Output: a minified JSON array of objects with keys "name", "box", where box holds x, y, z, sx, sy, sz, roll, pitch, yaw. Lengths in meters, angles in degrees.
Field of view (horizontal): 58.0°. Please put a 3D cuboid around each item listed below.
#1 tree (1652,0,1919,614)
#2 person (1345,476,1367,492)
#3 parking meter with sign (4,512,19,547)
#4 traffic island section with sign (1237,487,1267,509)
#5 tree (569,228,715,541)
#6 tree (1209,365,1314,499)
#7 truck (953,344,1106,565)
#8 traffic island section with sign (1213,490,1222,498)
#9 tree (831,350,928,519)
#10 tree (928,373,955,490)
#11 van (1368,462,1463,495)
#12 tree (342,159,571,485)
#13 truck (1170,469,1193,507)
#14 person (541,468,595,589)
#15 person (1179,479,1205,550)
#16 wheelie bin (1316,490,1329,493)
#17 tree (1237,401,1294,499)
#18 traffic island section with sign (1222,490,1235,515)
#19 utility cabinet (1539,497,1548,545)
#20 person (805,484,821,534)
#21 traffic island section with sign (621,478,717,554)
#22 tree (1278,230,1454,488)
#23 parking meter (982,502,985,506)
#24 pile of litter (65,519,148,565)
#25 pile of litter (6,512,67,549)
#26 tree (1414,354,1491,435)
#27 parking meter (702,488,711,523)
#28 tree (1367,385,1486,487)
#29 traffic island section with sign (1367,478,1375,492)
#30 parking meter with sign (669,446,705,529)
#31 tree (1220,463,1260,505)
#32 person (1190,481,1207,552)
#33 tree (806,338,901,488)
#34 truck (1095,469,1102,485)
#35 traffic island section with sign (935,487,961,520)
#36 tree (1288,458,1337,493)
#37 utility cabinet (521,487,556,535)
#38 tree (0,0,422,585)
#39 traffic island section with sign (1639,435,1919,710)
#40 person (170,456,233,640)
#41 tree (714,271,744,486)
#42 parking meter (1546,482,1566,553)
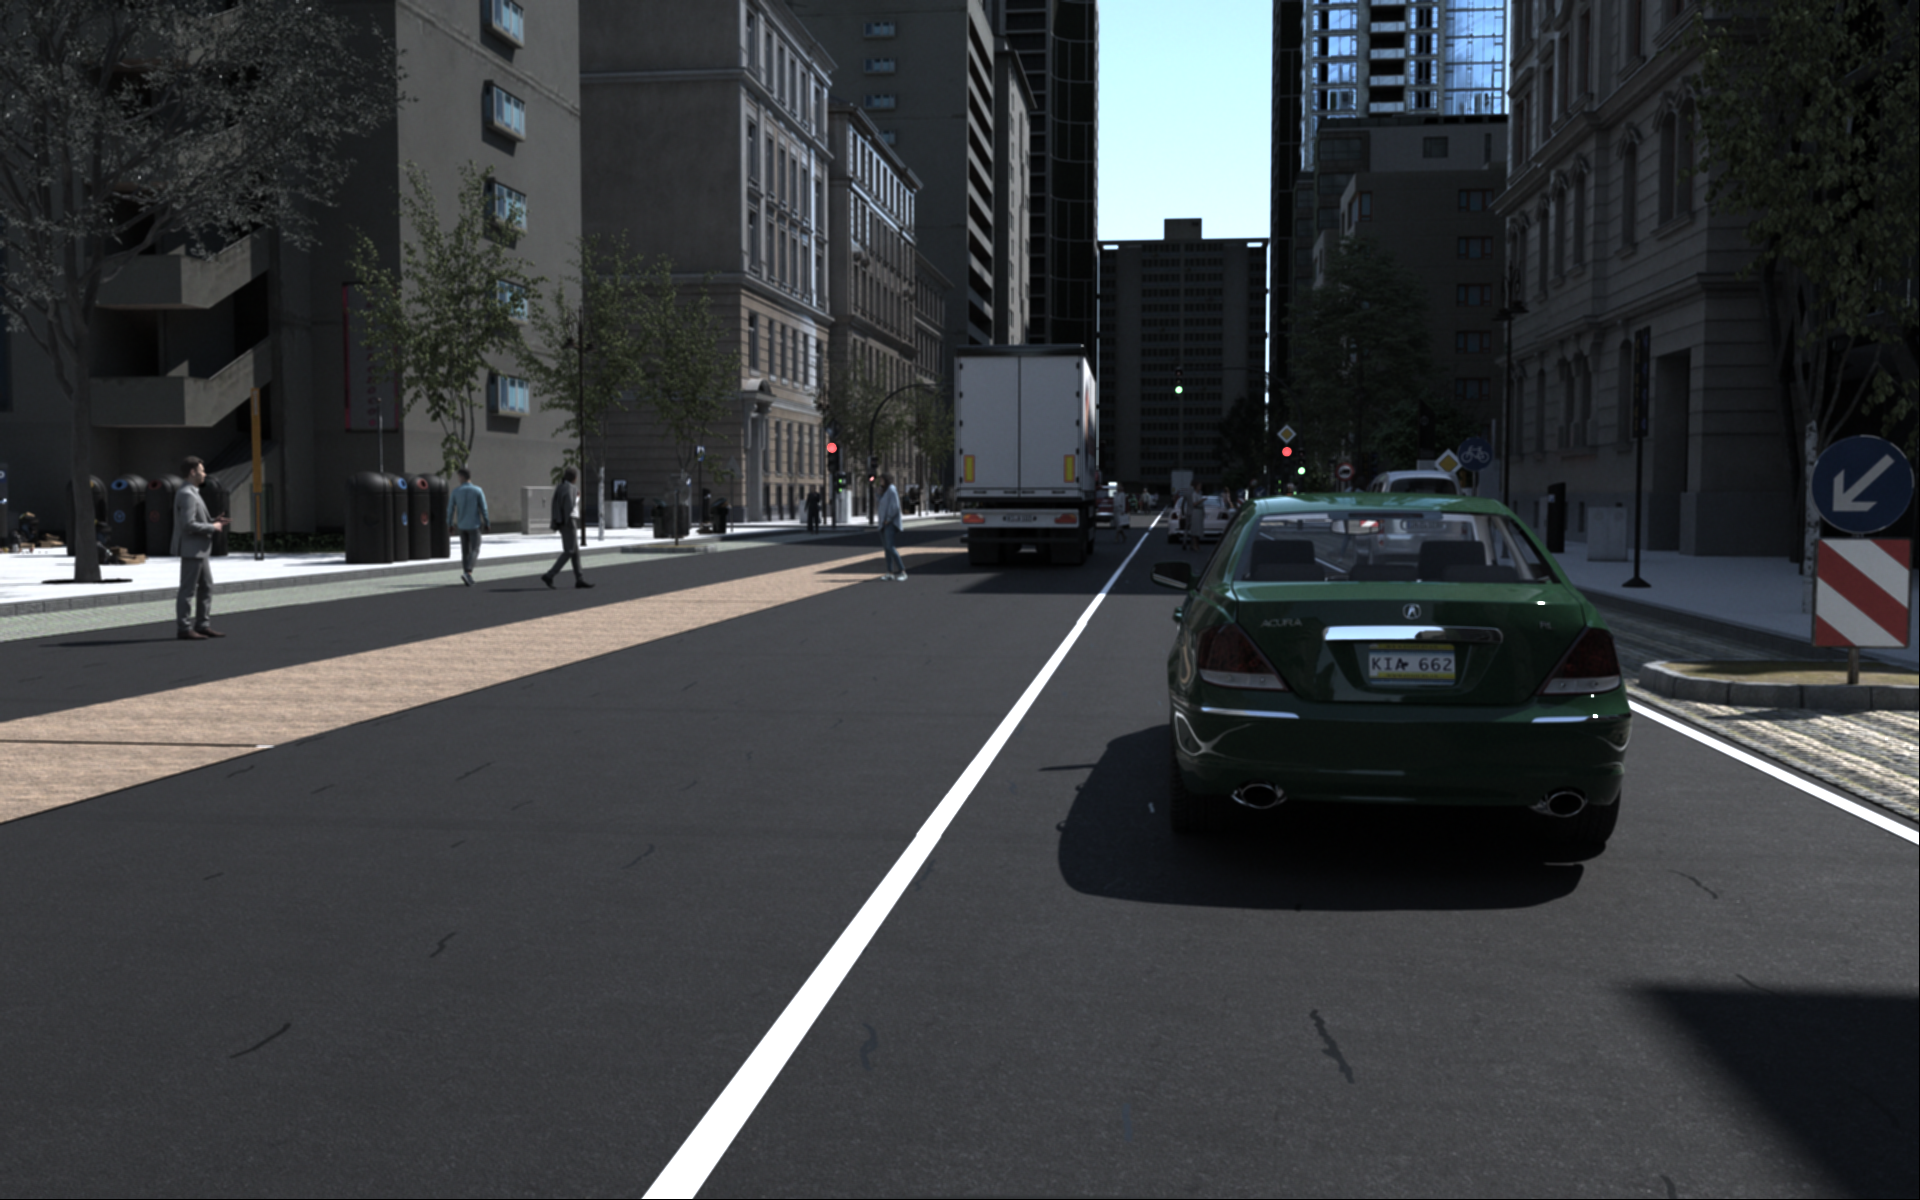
[{"name":"tree","box":[9.166,-4.142,18.088,4.737,8.622,4.395,0,3,0]},{"name":"person","box":[8.073,-1.640,35.587,0.793,1.790,0.793,0,4,2]},{"name":"parking meter with sign","box":[-23.703,-2.821,42.392,1.738,3.016,0.543,2,4,31]},{"name":"traffic island section with sign","box":[16.204,-5.240,94.294,1.989,1.847,2.006,0,4,7]},{"name":"tree","box":[-10.115,-5.950,47.647,4.737,8.622,4.395,0,3,0]},{"name":"tree","box":[22.632,-11.753,126.568,8.767,10.594,7.601,1,4,16]},{"name":"truck","box":[1.693,-3.009,38.112,2.839,4.237,11.283,0,4,6]},{"name":"traffic island section with sign","box":[29.146,-11.592,198.153,1.989,1.847,2.006,0,4,7]},{"name":"tree","box":[-4.468,-8.443,88.403,4.737,8.622,4.395,0,3,0]},{"name":"tree","box":[-1.739,-9.369,103.551,4.737,8.622,4.395,0,3,0]},{"name":"van","box":[8.224,-1.517,31.815,2.013,2.044,4.112,0,4,7]},{"name":"tree","box":[-10.979,-5.319,37.333,4.737,8.622,4.395,0,3,0]},{"name":"truck","box":[25.462,-12.827,198.641,2.839,4.237,11.283,0,4,7]},{"name":"person","box":[-5.927,-1.077,26.207,0.850,1.850,0.679,-2,4,-28]},{"name":"person","box":[5.984,-2.204,44.661,0.709,1.813,0.853,1,4,19]},{"name":"wheelie bin","box":[19.170,-5.135,91.861,0.980,1.594,0.693,0,4,-5]},{"name":"tree","box":[24.373,-11.372,136.286,4.737,8.622,4.395,0,3,0]},{"name":"traffic island section with sign","box":[19.535,-6.876,121.043,1.989,1.847,2.006,0,4,7]},{"name":"utility cabinet","box":[14.785,-1.975,43.455,0.306,1.237,1.020,0,4,6]},{"name":"person","box":[-5.191,-3.196,61.168,0.576,1.772,0.534,-1,4,-12]},{"name":"traffic island section with sign","box":[-7.048,-2.066,42.410,1.989,1.847,2.006,0,4,7]},{"name":"tree","box":[17.519,-9.594,74.985,7.486,12.596,7.792,0,3,0]},{"name":"parking meter","box":[1.950,-7.982,136.211,0.399,1.863,0.255,-3,5,-41]},{"name":"pile of litter","box":[-15.616,-1.100,31.951,1.176,0.858,1.719,-1,4,-15]},{"name":"pile of litter","box":[-22.027,-1.680,41.426,1.176,0.858,1.719,2,4,28]},{"name":"tree","box":[25.363,-8.569,90.472,4.360,8.622,3.978,0,3,0]},{"name":"parking meter","box":[-11.008,-4.089,75.259,0.372,1.533,0.369,0,3,0]},{"name":"tree","box":[13.965,-4.180,52.055,4.285,4.588,4.351,0,3,0]},{"name":"traffic island section with sign","box":[9.340,-1.865,39.127,1.989,1.847,2.006,0,4,7]},{"name":"parking meter with sign","box":[-10.172,-4.087,63.086,1.738,3.016,0.543,2,4,24]},{"name":"tree","box":[32.338,-13.487,204.227,4.285,4.588,4.351,0,3,0]},{"name":"person","box":[6.006,-2.091,43.251,0.524,1.755,0.480,2,4,30]},{"name":"tree","box":[-5.222,-8.037,81.767,4.360,8.622,3.978,0,3,0]},{"name":"truck","box":[14.617,-12.611,195.100,2.839,4.237,11.283,0,4,6]},{"name":"traffic island section with sign","box":[-0.281,-5.387,96.708,1.989,1.847,2.006,0,4,7]},{"name":"tree","box":[16.918,-5.400,82.888,1.663,3.219,1.824,0,3,0]},{"name":"utility cabinet","box":[-13.211,-2.795,54.371,0.318,1.500,1.173,2,4,34]},{"name":"tree","box":[-12.746,-6.988,24.622,12.009,13.543,11.850,0,3,0]},{"name":"traffic island section with sign","box":[6.020,-0.229,12.376,1.989,1.847,2.006,0,4,7]},{"name":"person","box":[-7.480,-0.514,17.104,0.583,1.804,0.606,-2,4,-28]},{"name":"tree","box":[-8.453,-6.271,52.897,4.737,8.622,4.395,0,3,0]},{"name":"parking meter","box":[13.003,-1.797,37.788,0.372,1.533,0.369,0,3,0]}]
